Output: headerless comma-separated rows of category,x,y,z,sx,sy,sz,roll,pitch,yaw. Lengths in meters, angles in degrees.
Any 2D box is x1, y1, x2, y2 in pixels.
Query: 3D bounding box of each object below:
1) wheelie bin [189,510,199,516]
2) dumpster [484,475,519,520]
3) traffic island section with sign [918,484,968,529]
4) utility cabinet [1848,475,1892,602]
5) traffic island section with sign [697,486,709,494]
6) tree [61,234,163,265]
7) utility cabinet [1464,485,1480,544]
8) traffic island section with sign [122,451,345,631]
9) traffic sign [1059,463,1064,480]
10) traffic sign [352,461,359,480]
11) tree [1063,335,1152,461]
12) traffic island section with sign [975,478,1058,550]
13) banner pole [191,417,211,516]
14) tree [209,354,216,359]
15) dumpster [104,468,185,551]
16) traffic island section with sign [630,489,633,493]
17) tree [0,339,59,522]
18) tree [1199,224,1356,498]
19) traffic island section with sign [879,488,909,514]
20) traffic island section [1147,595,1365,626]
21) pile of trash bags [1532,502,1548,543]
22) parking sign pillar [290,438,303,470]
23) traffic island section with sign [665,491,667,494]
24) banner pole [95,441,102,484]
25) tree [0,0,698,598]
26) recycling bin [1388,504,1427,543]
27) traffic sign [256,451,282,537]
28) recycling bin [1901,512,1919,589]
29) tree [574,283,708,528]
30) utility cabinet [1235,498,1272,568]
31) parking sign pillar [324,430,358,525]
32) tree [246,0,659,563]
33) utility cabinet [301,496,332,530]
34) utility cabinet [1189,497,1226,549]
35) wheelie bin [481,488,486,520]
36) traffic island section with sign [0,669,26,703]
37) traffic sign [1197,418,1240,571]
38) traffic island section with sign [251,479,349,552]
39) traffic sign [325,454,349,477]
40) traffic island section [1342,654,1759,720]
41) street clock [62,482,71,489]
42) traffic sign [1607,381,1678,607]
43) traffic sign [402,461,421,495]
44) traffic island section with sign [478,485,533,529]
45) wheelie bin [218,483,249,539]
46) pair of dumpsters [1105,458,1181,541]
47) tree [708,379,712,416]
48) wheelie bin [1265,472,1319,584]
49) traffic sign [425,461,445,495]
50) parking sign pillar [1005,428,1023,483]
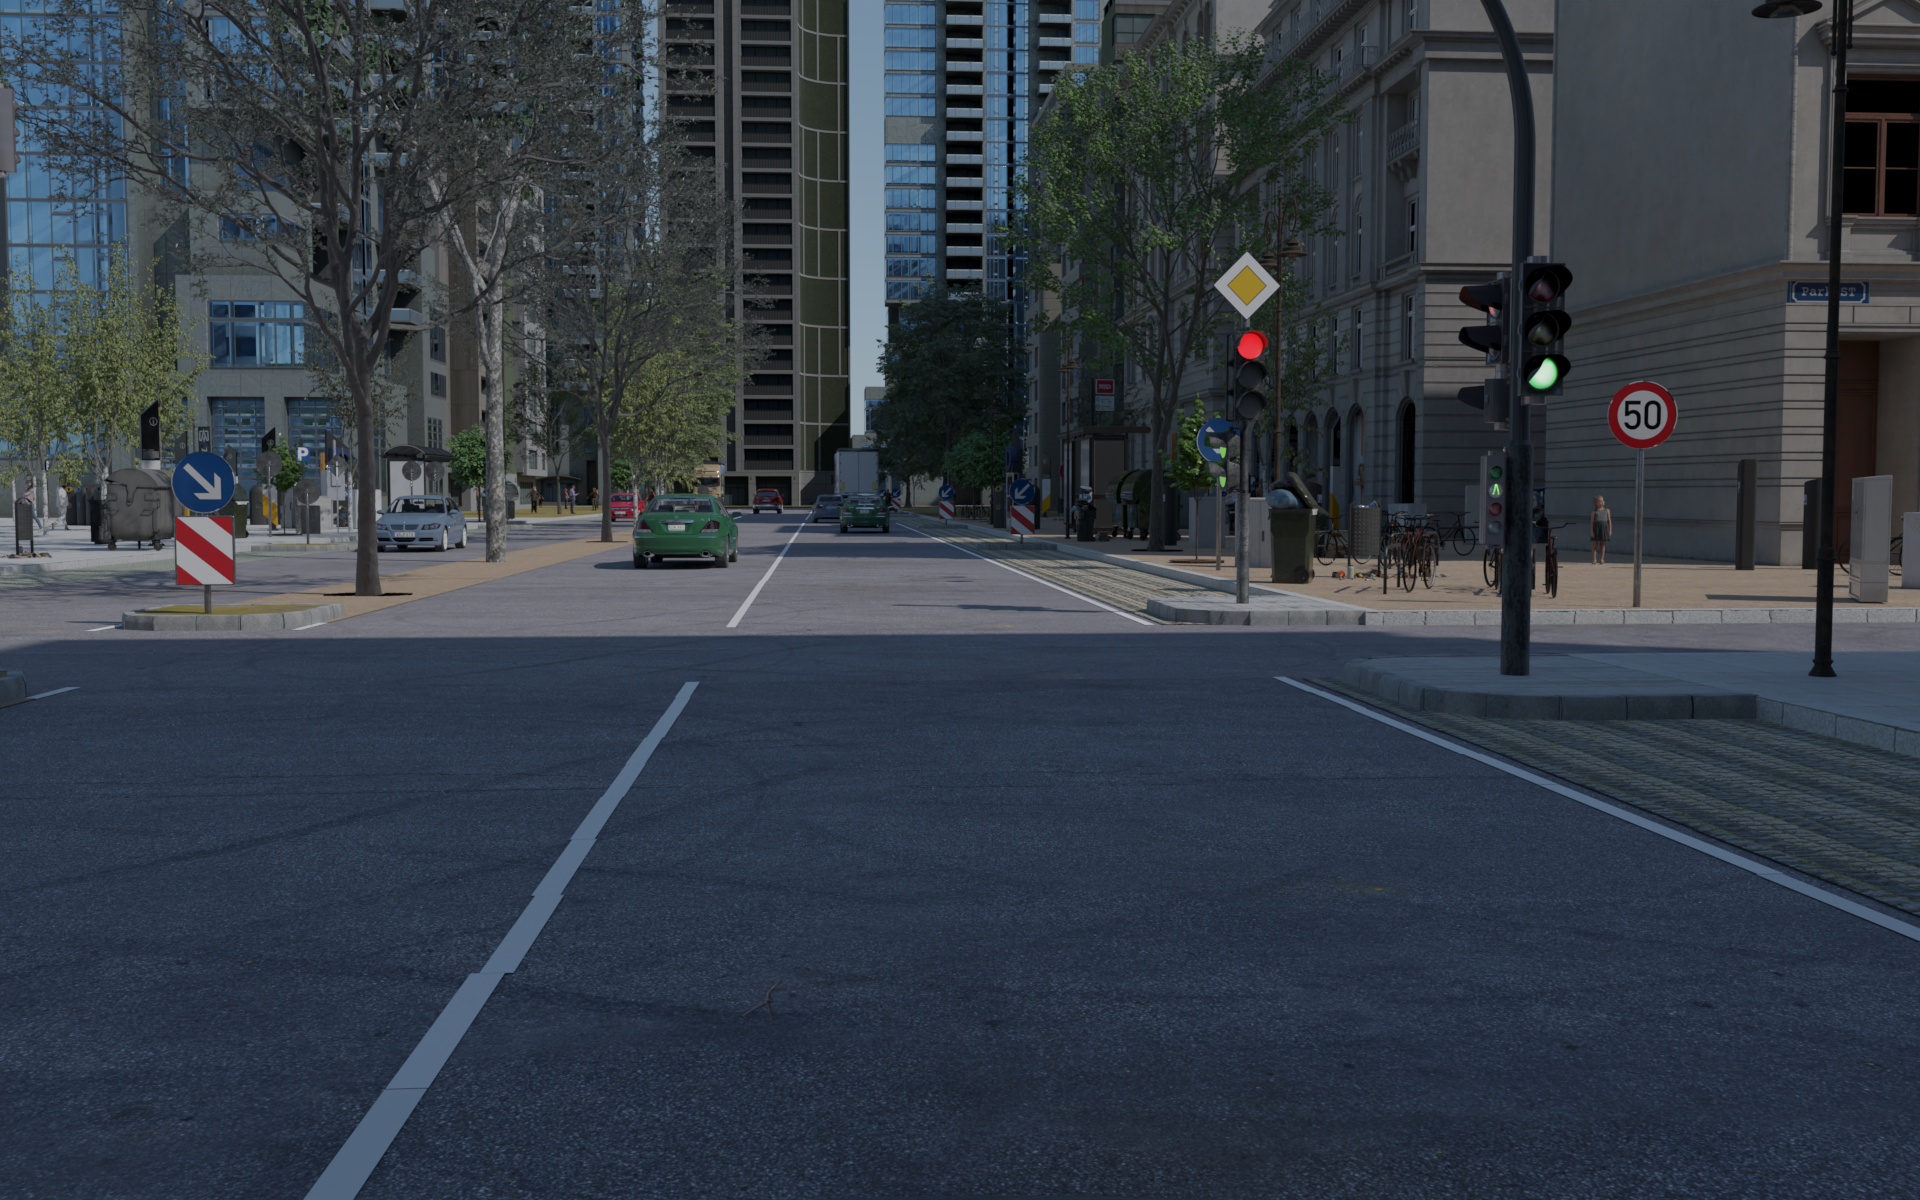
wheelie bin,-34.905,-4.363,79.247,0.980,1.594,0.693,-1,4,-22
dumpster,-22.956,-5.138,86.493,1.502,2.255,1.985,0,4,-4
traffic island section with sign,-0.724,-3.880,72.063,1.989,1.847,2.006,0,4,-4
utility cabinet,10.888,-0.739,20.754,0.318,1.500,1.173,1,4,21
traffic island section with sign,-13.977,-5.250,93.981,2.006,1.907,1.989,0,4,-4
tree,-24.532,-6.069,49.584,4.737,8.622,4.395,0,3,0
utility cabinet,13.421,-2.154,43.892,1.173,1.500,0.318,0,4,5
traffic island section with sign,-8.090,-0.669,19.072,2.006,1.907,1.989,0,4,-4
traffic sign,4.281,-4.163,68.177,0.768,2.556,0.104,0,4,1
traffic sign,-22.665,-3.994,65.410,0.768,2.556,0.104,0,4,1
tree,6.454,-7.877,79.145,4.360,8.622,3.978,0,3,0
traffic island section with sign,1.416,-2.214,44.830,1.989,1.847,2.006,0,4,-4
banner pole,-24.712,-4.059,56.388,0.863,3.779,0.401,1,4,16
tree,-27.911,-6.679,59.567,4.737,8.622,4.395,0,3,0
dumpster,-18.663,-2.075,39.692,1.264,1.857,1.865,0,4,-4
traffic island section with sign,-22.590,-6.833,120.355,1.989,1.847,2.006,0,4,-4
tree,-43.603,-7.933,80.074,4.360,8.622,3.978,0,3,0
tree,8.376,-5.903,46.882,4.737,8.622,4.395,0,3,0
traffic island section with sign,-4.633,-6.919,121.749,1.989,1.847,2.006,0,4,-4
traffic island section,3.335,0.121,20.305,2.009,0.180,2.903,0,4,-4
pile of trash bags,16.407,-2.194,45.630,3.447,1.369,1.912,1,4,8
parking sign pillar,-32.050,-5.797,83.255,1.447,3.967,1.447,0,4,7
traffic island section with sign,-24.713,-8.495,147.516,1.989,1.847,2.006,0,4,-4
banner pole,-39.868,-5.517,80.212,0.863,3.779,0.401,3,5,40
tree,-8.243,-6.782,23.705,12.009,13.543,11.850,0,3,0
recycling bin,11.783,-2.023,45.632,0.722,1.027,0.722,-2,4,-34
traffic sign,-20.492,-3.137,51.394,0.768,2.556,0.104,0,3,0
recycling bin,13.262,-0.667,23.456,0.722,1.027,0.722,-3,5,-44
tree,-11.078,-6.494,59.002,4.737,8.622,4.395,0,3,0
utility cabinet,5.256,-1.170,30.287,0.306,1.237,1.020,-2,4,-35
parking sign pillar,-26.131,-5.181,73.178,1.447,3.967,1.447,2,4,33
tree,-10.968,-10.886,36.329,12.611,20.169,13.585,0,3,0
utility cabinet,-22.922,-3.089,61.668,0.306,1.237,1.020,3,5,41
utility cabinet,5.868,-1.833,41.136,1.020,1.237,0.306,-3,5,-41
wheelie bin,-22.829,-4.657,84.048,0.693,1.594,0.980,2,4,33
traffic island section with sign,-7.520,-0.217,11.687,2.006,1.907,1.989,0,4,-4
traffic sign,4.339,-1.767,29.000,0.768,2.556,0.104,0,4,3
traffic island section with sign,-16.582,-2.147,43.723,1.989,1.847,2.006,0,4,-4
traffic sign,-20.261,-3.462,56.340,0.795,2.593,0.064,0,4,3
traffic island section,3.959,0.608,12.345,2.009,0.180,2.903,0,4,-4
street clock,-43.707,-4.894,84.587,0.471,2.002,0.358,0,4,5
traffic sign,7.675,-1.190,19.569,0.768,2.556,0.104,0,4,4
traffic sign,-21.073,-4.065,66.567,0.768,2.556,0.104,0,4,3
traffic island section with sign,-18.758,-3.853,71.630,1.989,1.847,2.006,0,4,-4
wheelie bin,-21.026,-2.576,50.019,0.693,1.594,0.980,1,4,14
pair of dumpsters,5.271,-2.867,49.367,1.574,2.255,4.437,0,4,-4
tree,-11.316,-6.848,64.790,4.737,8.622,4.395,0,3,0
wheelie bin,4.772,-1.041,24.935,0.693,1.594,0.980,1,4,19
traffic sign,-20.439,-4.117,67.426,0.768,2.556,0.104,0,4,-3
parking sign pillar,2.196,-4.994,70.131,1.447,3.967,1.447,-1,4,-10
